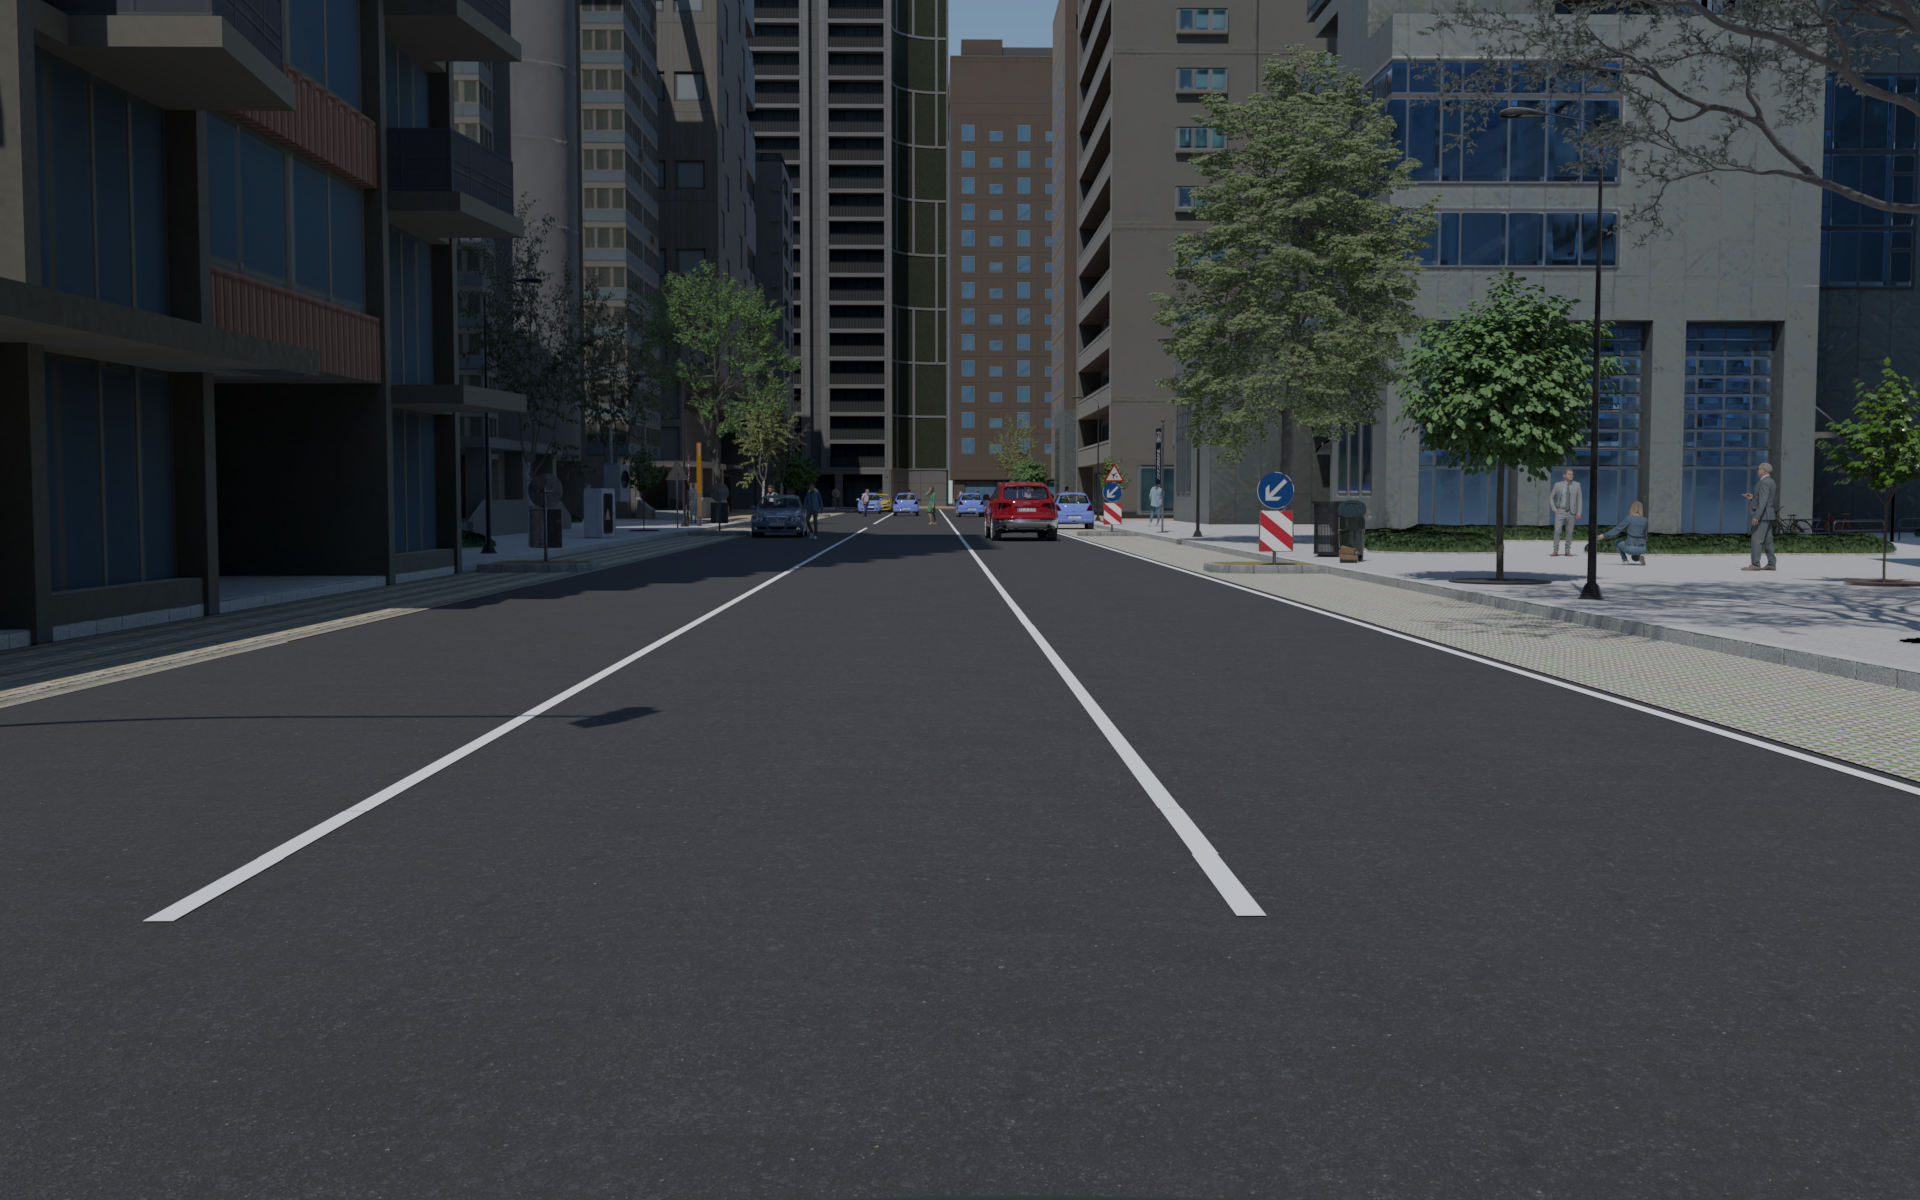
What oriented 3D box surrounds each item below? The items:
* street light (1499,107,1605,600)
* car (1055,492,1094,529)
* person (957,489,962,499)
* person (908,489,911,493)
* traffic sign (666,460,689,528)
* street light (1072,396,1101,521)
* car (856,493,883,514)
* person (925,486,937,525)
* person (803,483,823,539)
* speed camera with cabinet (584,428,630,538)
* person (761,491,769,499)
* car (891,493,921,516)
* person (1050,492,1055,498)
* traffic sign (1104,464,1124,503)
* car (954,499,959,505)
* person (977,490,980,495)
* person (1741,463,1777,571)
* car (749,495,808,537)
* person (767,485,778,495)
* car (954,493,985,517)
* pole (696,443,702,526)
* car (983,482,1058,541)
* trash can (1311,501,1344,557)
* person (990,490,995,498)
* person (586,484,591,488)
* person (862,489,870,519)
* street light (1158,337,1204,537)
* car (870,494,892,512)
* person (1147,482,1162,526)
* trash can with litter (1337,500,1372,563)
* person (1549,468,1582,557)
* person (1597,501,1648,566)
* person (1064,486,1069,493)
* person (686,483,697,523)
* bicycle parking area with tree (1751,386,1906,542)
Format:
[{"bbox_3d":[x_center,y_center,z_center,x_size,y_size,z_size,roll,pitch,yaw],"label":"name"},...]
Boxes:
[{"bbox_3d":[7.174,-2.963,20.983,1.470,5.913,1.316,0,4,-1],"label":"street light"},{"bbox_3d":[4.564,-3.755,70.992,1.945,1.707,3.694,0,4,0],"label":"car"},{"bbox_3d":[-0.092,-8.329,144.540,0.599,1.838,0.709,1,4,18],"label":"person"},{"bbox_3d":[-3.924,-7.744,135.203,1.348,1.812,0.705,1,4,20],"label":"person"},{"bbox_3d":[-10.656,-3.993,65.285,0.884,2.594,0.081,0,4,4],"label":"traffic sign"},{"bbox_3d":[6.018,-6.707,82.206,1.470,5.913,1.316,0,4,-1],"label":"street light"},{"bbox_3d":[-6.613,-7.174,126.885,1.945,1.707,3.694,0,4,-3],"label":"car"},{"bbox_3d":[-1.272,-4.335,79.627,0.529,1.795,0.600,-2,4,-29],"label":"person"},{"bbox_3d":[-4.675,-2.832,55.155,0.601,1.785,0.444,1,4,18],"label":"person"},{"bbox_3d":[-10.405,-3.469,51.061,0.660,3.252,2.038,1,4,13],"label":"speed camera with cabinet"},{"bbox_3d":[-12.250,-6.372,110.937,1.217,1.736,0.721,2,4,35],"label":"person"},{"bbox_3d":[-3.541,-6.374,113.807,1.945,1.707,3.694,0,4,-2],"label":"car"},{"bbox_3d":[6.954,-8.081,138.262,1.348,1.812,0.705,1,4,13],"label":"person"},{"bbox_3d":[6.587,-4.525,73.993,0.884,2.594,0.081,1,4,8],"label":"traffic sign"},{"bbox_3d":[0.644,-7.008,126.379,2.131,1.459,4.920,0,4,0],"label":"car"},{"bbox_3d":[1.538,-8.564,148.605,0.705,1.814,1.350,0,4,2],"label":"person"},{"bbox_3d":[13.390,-1.397,29.057,0.590,1.801,0.661,3,4,37],"label":"person"},{"bbox_3d":[-6.088,-2.857,58.720,2.014,1.417,4.499,0,4,-3],"label":"car"},{"bbox_3d":[-7.347,-3.611,67.883,0.623,1.781,0.721,0,4,-3],"label":"person"},{"bbox_3d":[0.625,-6.061,108.688,1.945,1.707,3.694,0,4,-3],"label":"car"},{"bbox_3d":[-10.379,-4.590,68.893,0.158,3.312,0.155,0,3,0],"label":"pole"},{"bbox_3d":[1.891,-2.805,54.534,2.281,1.827,5.304,0,4,-3],"label":"car"},{"bbox_3d":[7.525,-1.448,35.322,0.748,1.137,0.748,0,3,0],"label":"trash can"},{"bbox_3d":[2.750,-7.557,132.201,1.348,1.807,0.705,3,5,42],"label":"person"},{"bbox_3d":[-17.358,-4.554,81.055,0.362,1.759,0.519,0,4,5],"label":"person"},{"bbox_3d":[-5.462,-5.630,101.485,0.436,1.711,0.756,3,5,40],"label":"person"},{"bbox_3d":[6.553,-4.829,51.497,1.470,5.913,1.316,0,4,-1],"label":"street light"},{"bbox_3d":[-6.269,-7.767,137.205,2.015,1.641,3.980,0,4,-1],"label":"car"},{"bbox_3d":[7.777,-3.821,68.778,0.793,1.790,0.793,-1,4,-19],"label":"person"},{"bbox_3d":[7.411,-1.296,32.575,0.624,1.170,1.055,1,4,14],"label":"trash can with litter"},{"bbox_3d":[12.457,-1.804,35.630,0.635,1.810,0.391,0,4,7],"label":"person"},{"bbox_3d":[12.035,-1.207,31.282,1.012,1.151,0.738,0,4,1],"label":"person"},{"bbox_3d":[6.349,-5.785,101.347,0.721,1.735,1.217,0,4,3],"label":"person"},{"bbox_3d":[-11.682,-4.238,75.690,0.694,1.780,0.624,0,4,1],"label":"person"},{"bbox_3d":[25.734,-3.476,43.838,9.016,4.147,8.231,0,4,-8],"label":"bicycle parking area with tree"}]
